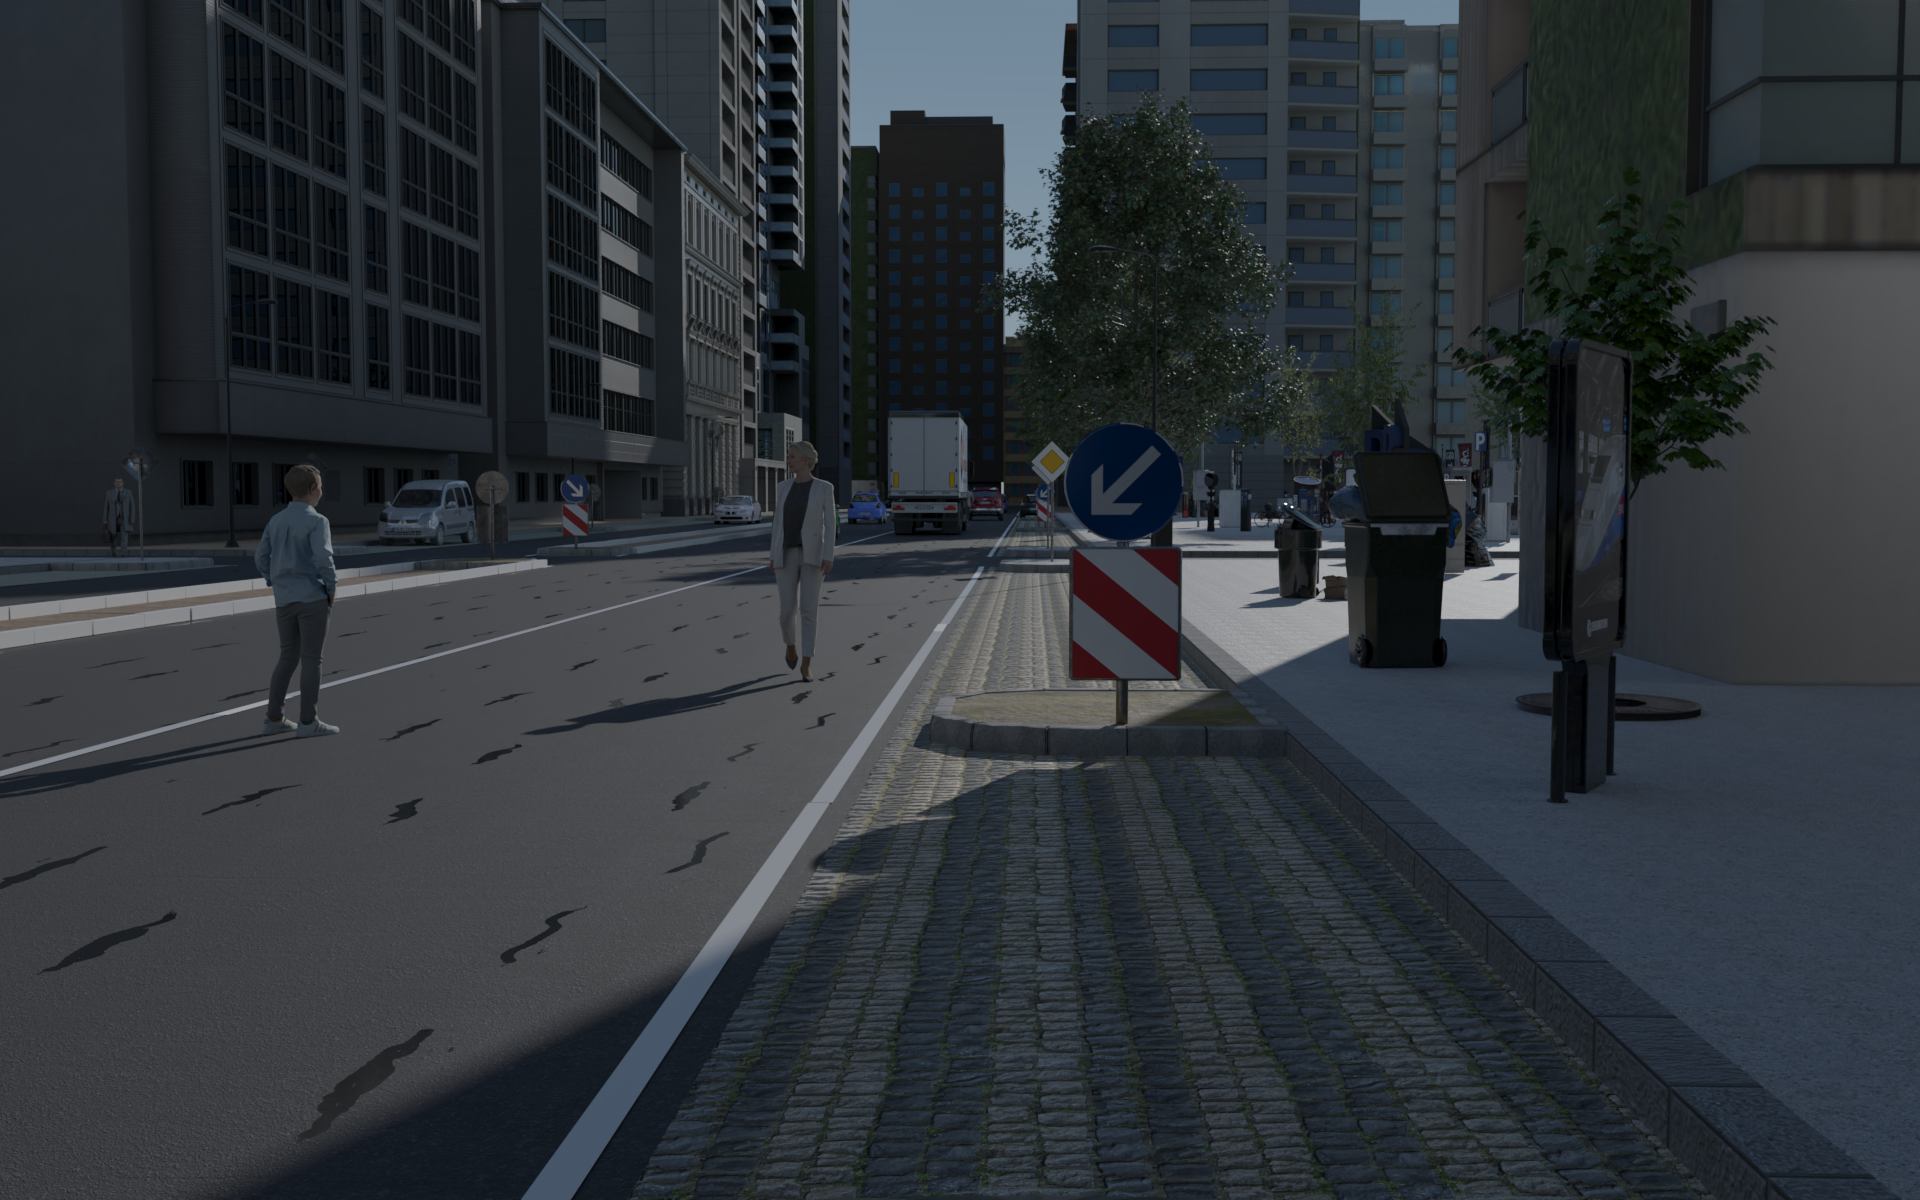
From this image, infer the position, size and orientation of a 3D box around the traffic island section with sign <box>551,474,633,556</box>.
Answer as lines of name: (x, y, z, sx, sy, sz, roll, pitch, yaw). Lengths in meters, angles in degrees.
traffic island section with sign: (-8.898, -1.999, 40.814, 2.006, 1.907, 1.989, 0, 4, 2)

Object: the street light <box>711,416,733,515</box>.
street light: (-14.279, -8.023, 103.719, 1.470, 5.913, 1.316, 0, 4, 2)

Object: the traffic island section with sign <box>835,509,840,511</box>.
traffic island section with sign: (-10.955, -8.227, 143.133, 1.989, 1.847, 2.006, 0, 4, 2)

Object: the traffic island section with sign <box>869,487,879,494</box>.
traffic island section with sign: (-5.798, -6.590, 115.889, 2.006, 1.907, 1.989, 0, 4, 2)

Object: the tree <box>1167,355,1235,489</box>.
tree: (11.602, -8.285, 85.819, 4.737, 8.622, 4.395, 0, 3, 0)

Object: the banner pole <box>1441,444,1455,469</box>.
banner pole: (24.077, -5.852, 85.701, 0.863, 3.779, 0.401, 2, 4, 34)

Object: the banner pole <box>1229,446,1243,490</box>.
banner pole: (14.163, -6.076, 89.353, 0.863, 3.779, 0.401, 0, 4, 6)

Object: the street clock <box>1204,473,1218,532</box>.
street clock: (8.546, -3.325, 58.941, 0.358, 2.002, 0.471, -2, 4, -35)

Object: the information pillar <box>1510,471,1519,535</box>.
information pillar: (17.384, -3.053, 54.412, 0.304, 2.012, 0.304, 1, 4, 9)

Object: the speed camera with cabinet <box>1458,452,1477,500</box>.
speed camera with cabinet: (24.196, -5.362, 82.012, 2.038, 3.252, 0.660, -1, 4, -8)

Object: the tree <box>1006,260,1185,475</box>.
tree: (5.973, -9.489, 73.273, 7.486, 12.596, 7.792, 0, 3, 0)

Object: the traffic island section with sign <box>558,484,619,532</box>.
traffic island section with sign: (-14.132, -3.518, 66.150, 1.989, 1.847, 2.006, 0, 4, 2)

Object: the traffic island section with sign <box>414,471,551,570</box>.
traffic island section with sign: (-9.214, -1.546, 33.413, 2.006, 1.907, 1.989, 0, 4, 2)

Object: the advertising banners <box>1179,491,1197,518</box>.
advertising banners: (12.169, -5.938, 93.271, 2.074, 3.025, 0.090, -3, 5, -42)

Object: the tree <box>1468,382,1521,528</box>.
tree: (21.382, -7.075, 66.040, 4.737, 8.622, 4.395, 0, 3, 0)

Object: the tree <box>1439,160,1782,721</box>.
tree: (3.935, -0.947, 10.086, 1.663, 3.219, 1.824, 0, 3, 0)

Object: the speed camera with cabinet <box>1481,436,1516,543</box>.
speed camera with cabinet: (14.442, -3.192, 46.519, 0.660, 3.252, 2.038, 1, 4, 9)

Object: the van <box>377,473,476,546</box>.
van: (-15.067, -2.567, 48.988, 2.013, 2.044, 4.112, 0, 4, 2)

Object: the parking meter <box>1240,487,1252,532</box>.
parking meter: (9.810, -3.120, 59.422, 0.372, 1.533, 0.369, 0, 3, 0)

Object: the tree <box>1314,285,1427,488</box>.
tree: (14.687, -6.828, 61.995, 4.737, 8.622, 4.395, 0, 3, 0)

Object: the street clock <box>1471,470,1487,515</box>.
street clock: (15.326, -2.857, 51.276, 0.471, 2.002, 0.358, 1, 4, 15)

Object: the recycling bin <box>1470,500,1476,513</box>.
recycling bin: (21.776, -3.739, 73.684, 0.722, 1.027, 0.722, 0, 4, 7)

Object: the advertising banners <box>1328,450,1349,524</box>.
advertising banners: (15.909, -4.474, 69.332, 2.074, 3.025, 0.090, 1, 4, 17)

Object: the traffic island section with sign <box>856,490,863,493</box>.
traffic island section with sign: (-9.828, -9.874, 170.064, 1.989, 1.847, 2.006, 0, 4, 2)

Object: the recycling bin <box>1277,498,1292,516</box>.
recycling bin: (19.261, -5.514, 102.706, 0.722, 1.027, 0.722, 2, 4, 28)

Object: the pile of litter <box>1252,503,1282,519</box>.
pile of litter: (16.156, -4.712, 91.007, 1.719, 0.858, 1.176, 1, 4, 19)

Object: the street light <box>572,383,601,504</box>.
street light: (-15.709, -6.122, 72.643, 1.470, 5.913, 1.316, 0, 4, 2)

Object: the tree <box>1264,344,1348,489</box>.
tree: (16.466, -8.184, 84.173, 4.360, 8.622, 3.978, 0, 3, 0)

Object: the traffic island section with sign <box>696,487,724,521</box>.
traffic island section with sign: (-13.014, -5.165, 93.082, 1.989, 1.847, 2.006, 0, 4, 2)

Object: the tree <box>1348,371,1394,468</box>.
tree: (23.076, -9.241, 101.451, 4.360, 8.622, 3.978, 0, 3, 0)

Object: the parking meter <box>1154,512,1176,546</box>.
parking meter: (2.917, -1.171, 24.853, 0.255, 1.863, 0.399, 0, 4, 4)

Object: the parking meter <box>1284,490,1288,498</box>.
parking meter: (20.399, -6.103, 108.202, 0.372, 1.533, 0.369, 0, 3, 0)

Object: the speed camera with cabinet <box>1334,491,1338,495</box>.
speed camera with cabinet: (21.390, -6.224, 96.106, 2.038, 3.252, 0.660, 1, 4, 16)

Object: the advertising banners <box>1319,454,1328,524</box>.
advertising banners: (15.670, -4.790, 74.501, 0.090, 3.025, 2.074, 0, 3, 0)

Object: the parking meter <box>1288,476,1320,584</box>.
parking meter: (4.965, -1.003, 24.814, 0.372, 1.533, 0.369, 0, 3, 0)

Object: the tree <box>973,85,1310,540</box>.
tree: (5.091, -8.083, 49.172, 9.611, 12.733, 9.660, 0, 3, 0)

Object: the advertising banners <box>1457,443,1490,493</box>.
advertising banners: (17.945, -3.846, 59.071, 2.074, 3.025, 0.090, 3, 4, 38)

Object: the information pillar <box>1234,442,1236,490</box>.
information pillar: (11.779, -5.072, 74.282, 0.183, 3.616, 0.504, 1, 4, 10)

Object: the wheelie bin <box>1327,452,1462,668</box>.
wheelie bin: (3.221, -0.309, 12.961, 0.980, 1.594, 0.693, 0, 4, -4)

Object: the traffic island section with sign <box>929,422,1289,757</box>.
traffic island section with sign: (0.832, -0.106, 10.354, 1.989, 1.847, 2.006, 0, 4, 2)

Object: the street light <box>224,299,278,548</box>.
street light: (-16.939, -4.211, 41.389, 1.470, 5.913, 1.316, 0, 4, 2)

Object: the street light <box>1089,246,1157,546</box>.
street light: (3.109, -3.670, 32.539, 1.470, 5.913, 1.316, 0, 4, 2)

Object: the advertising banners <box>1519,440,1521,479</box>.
advertising banners: (10.690, -2.139, 31.153, 2.074, 3.025, 0.090, -2, 4, -30)

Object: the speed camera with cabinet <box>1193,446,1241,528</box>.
speed camera with cabinet: (10.033, -4.423, 66.644, 2.038, 3.252, 0.660, 2, 4, 27)

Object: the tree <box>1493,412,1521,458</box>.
tree: (32.980, -9.205, 100.858, 4.360, 8.622, 3.978, 0, 3, 0)

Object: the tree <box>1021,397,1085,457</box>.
tree: (7.388, -10.819, 111.295, 7.601, 10.594, 8.767, 0, 4, 0)
